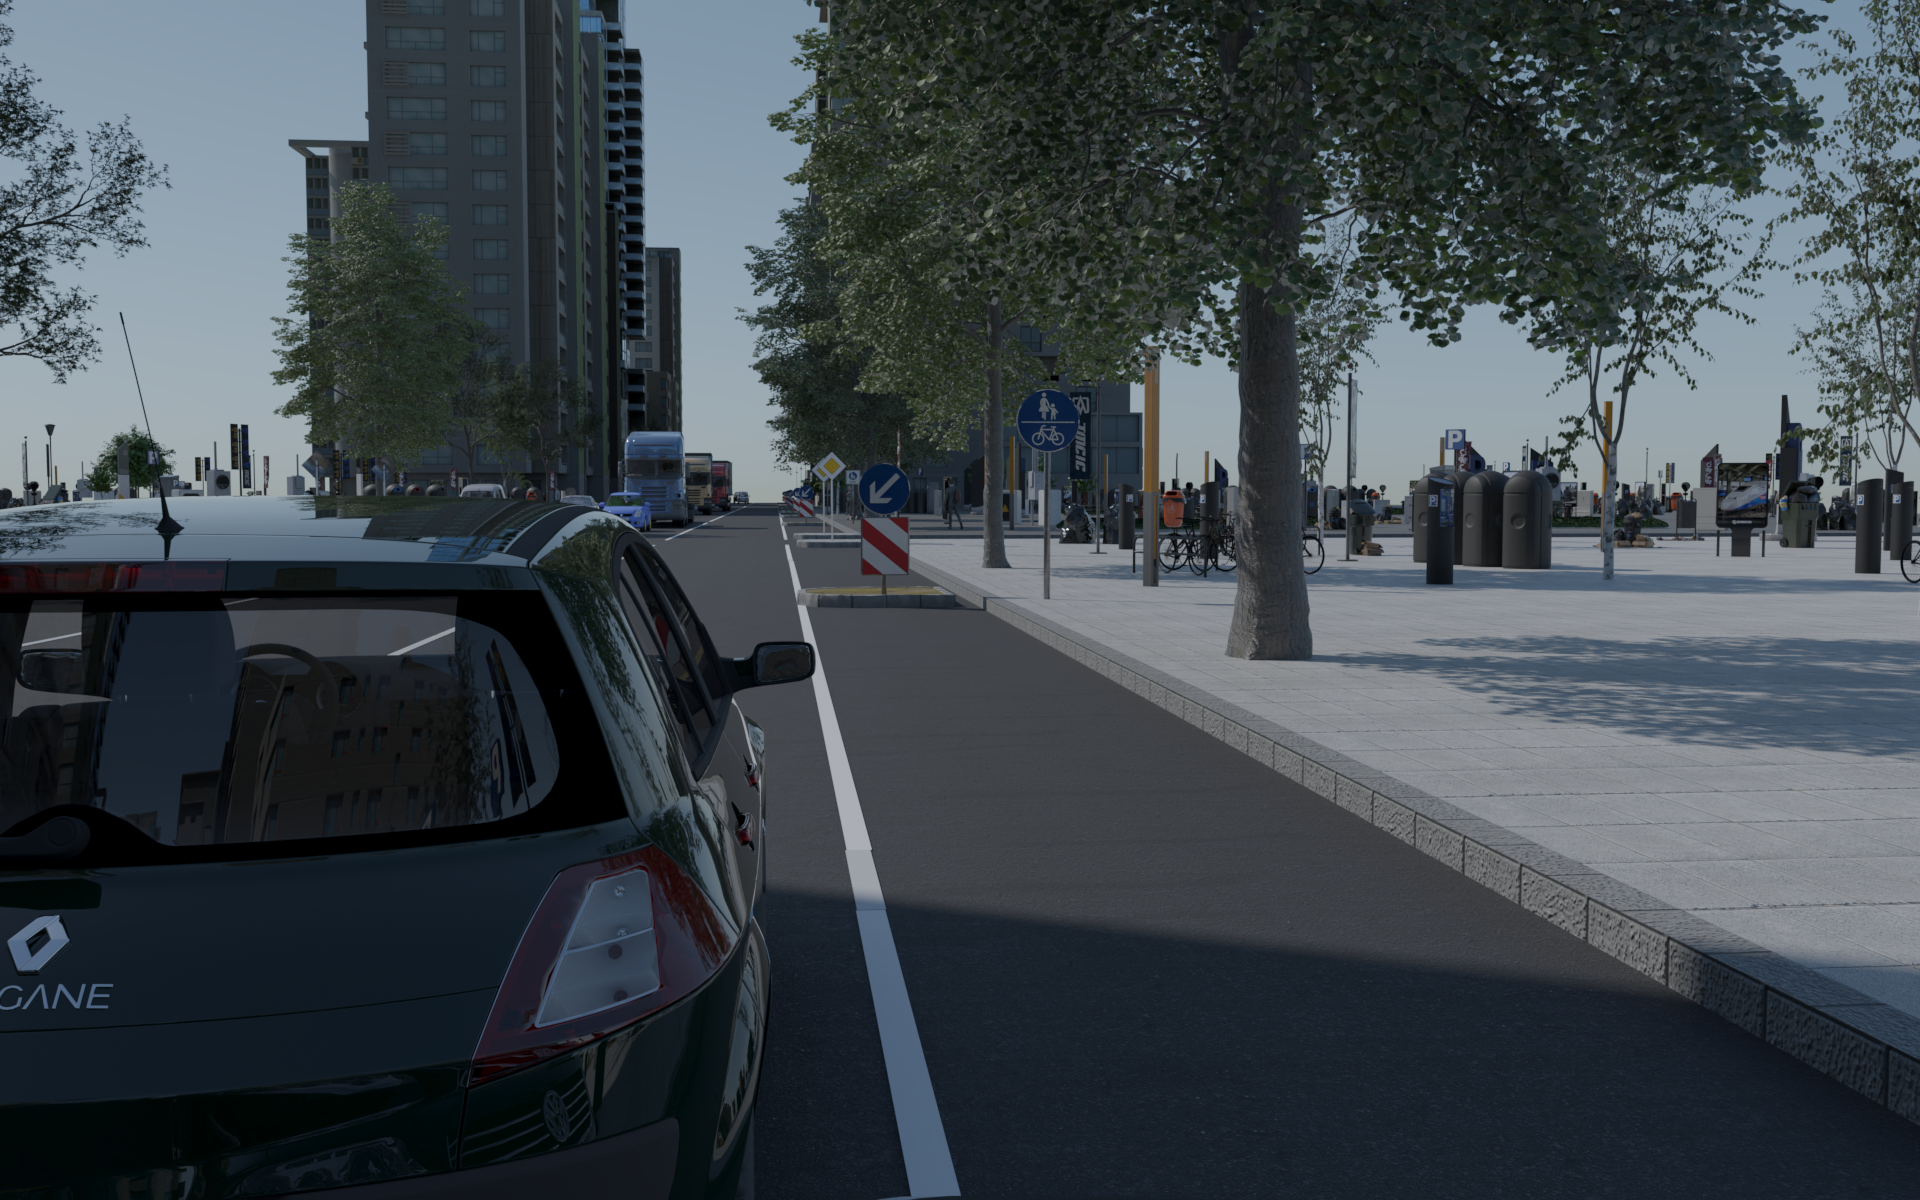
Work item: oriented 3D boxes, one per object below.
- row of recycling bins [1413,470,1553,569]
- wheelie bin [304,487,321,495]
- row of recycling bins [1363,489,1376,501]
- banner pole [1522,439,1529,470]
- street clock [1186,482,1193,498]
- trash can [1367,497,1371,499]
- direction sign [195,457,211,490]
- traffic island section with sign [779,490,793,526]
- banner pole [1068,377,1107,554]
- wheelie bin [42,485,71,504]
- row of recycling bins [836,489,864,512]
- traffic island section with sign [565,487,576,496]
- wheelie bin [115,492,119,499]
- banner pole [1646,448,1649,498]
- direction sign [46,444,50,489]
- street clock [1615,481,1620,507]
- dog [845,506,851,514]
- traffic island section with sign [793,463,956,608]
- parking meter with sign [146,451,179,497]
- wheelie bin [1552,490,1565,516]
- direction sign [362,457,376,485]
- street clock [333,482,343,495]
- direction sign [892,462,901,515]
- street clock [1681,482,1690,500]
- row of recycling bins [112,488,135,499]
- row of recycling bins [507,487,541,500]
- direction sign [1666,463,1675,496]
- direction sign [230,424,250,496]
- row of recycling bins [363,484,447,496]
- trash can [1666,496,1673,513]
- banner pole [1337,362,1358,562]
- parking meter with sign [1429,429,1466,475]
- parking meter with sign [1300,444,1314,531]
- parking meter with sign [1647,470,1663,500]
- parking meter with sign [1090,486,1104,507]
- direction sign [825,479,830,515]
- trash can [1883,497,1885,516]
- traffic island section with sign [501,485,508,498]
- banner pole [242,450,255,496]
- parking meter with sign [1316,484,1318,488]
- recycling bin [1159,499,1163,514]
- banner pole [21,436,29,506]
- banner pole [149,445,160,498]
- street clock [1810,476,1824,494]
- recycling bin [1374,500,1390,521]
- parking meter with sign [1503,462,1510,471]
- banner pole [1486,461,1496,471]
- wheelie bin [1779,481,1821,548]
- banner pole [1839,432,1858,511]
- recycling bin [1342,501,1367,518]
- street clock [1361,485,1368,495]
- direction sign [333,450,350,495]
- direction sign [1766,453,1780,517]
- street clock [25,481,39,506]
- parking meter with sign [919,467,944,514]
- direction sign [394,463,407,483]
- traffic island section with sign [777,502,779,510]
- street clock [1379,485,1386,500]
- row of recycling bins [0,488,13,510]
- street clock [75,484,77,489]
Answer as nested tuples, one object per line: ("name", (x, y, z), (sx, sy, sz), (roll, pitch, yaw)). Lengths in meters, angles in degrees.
("row of recycling bins", (9.321, -1.467, 31.102), (1.069, 1.692, 3.534), (-1, 4, -18))
("wheelie bin", (-30.008, -4.428, 80.308), (0.693, 1.594, 0.980), (0, 4, 6))
("row of recycling bins", (30.187, -7.654, 132.258), (3.534, 1.692, 1.069), (3, 5, 42))
("banner pole", (25.730, -5.435, 78.880), (0.401, 3.779, 0.863), (0, 4, -3))
("street clock", (13.667, -6.034, 103.226), (0.358, 2.002, 0.471), (-2, 4, -29))
("trash can", (24.210, -5.498, 101.550), (0.748, 1.137, 0.748), (0, 3, 0))
("direction sign", (-46.168, -6.952, 105.664), (0.876, 3.537, 0.379), (-1, 4, -11))
("traffic island section with sign", (-7.068, -4.260, 78.275), (1.989, 1.847, 2.006), (0, 4, -6))
("banner pole", (2.744, -2.885, 37.183), (0.863, 3.779, 0.401), (1, 4, 12))
("wheelie bin", (-30.569, -3.103, 58.637), (0.980, 1.594, 0.693), (2, 4, 28))
("row of recycling bins", (-7.264, -7.205, 124.906), (3.534, 1.692, 1.069), (-2, 4, -31))
("traffic island section with sign", (-23.289, -5.813, 103.668), (1.989, 1.847, 2.006), (0, 4, -6))
("wheelie bin", (-51.494, -6.030, 106.501), (0.980, 1.594, 0.693), (3, 5, 44))
("banner pole", (37.024, -6.322, 93.385), (0.401, 3.779, 0.863), (1, 4, 20))
("direction sign", (-41.262, -5.286, 78.420), (0.379, 3.537, 0.876), (-1, 4, -22))
("street clock", (35.483, -5.463, 93.882), (0.471, 2.002, 0.358), (-2, 4, -26))
("dog", (-7.398, -6.126, 114.547), (0.513, 0.831, 0.800), (2, 4, 26))
("traffic island section with sign", (-1.146, -0.864, 22.759), (1.989, 1.847, 2.006), (0, 4, -6))
("parking meter with sign", (-31.683, -4.472, 69.377), (1.738, 3.016, 0.543), (1, 4, 21))
("wheelie bin", (27.368, -4.391, 79.704), (0.693, 1.594, 0.980), (-2, 4, -35))
("direction sign", (-35.817, -6.920, 105.146), (0.876, 3.537, 0.379), (-1, 4, -12))
("street clock", (-36.170, -5.881, 100.730), (0.358, 2.002, 0.471), (3, 5, 42))
("direction sign", (-4.182, -7.650, 117.077), (0.876, 3.537, 0.379), (1, 4, 12))
("street clock", (43.519, -6.075, 103.900), (0.471, 2.002, 0.358), (0, 4, 4))
("row of recycling bins", (-54.119, -6.393, 111.637), (3.534, 1.692, 1.069), (3, 5, 40))
("row of recycling bins", (-26.984, -5.931, 104.088), (3.534, 1.692, 1.069), (-1, 4, -16))
("direction sign", (51.323, -8.148, 125.213), (0.379, 3.537, 0.876), (-1, 4, -19))
("direction sign", (-23.271, -3.916, 56.027), (0.379, 3.537, 0.876), (1, 4, 14))
("row of recycling bins", (-23.665, -4.082, 73.853), (3.534, 1.692, 1.069), (-3, 4, -38))
("trash can", (48.951, -6.605, 119.639), (0.748, 1.137, 0.748), (0, 3, 0))
("banner pole", (7.512, -2.642, 33.211), (0.401, 3.779, 0.863), (2, 4, 26))
("parking meter with sign", (12.765, -3.041, 45.973), (0.543, 3.016, 1.738), (3, 5, 41))
("parking meter with sign", (11.984, -3.960, 61.005), (0.543, 3.016, 1.738), (0, 4, -1))
("parking meter with sign", (50.731, -8.029, 127.533), (1.738, 3.016, 0.543), (3, 5, 45))
("parking meter with sign", (9.949, -8.032, 127.579), (1.738, 3.016, 0.543), (0, 4, 8))
("direction sign", (-8.123, -6.959, 105.773), (0.379, 3.537, 0.876), (-1, 4, -14))
("trash can", (43.678, -4.329, 82.424), (0.748, 1.137, 0.748), (0, 3, 0))
("traffic island section with sign", (-20.420, -4.174, 76.866), (1.989, 1.847, 2.006), (0, 4, -6))
("banner pole", (-40.088, -6.592, 97.801), (0.863, 3.779, 0.401), (-1, 4, -14))
("parking meter with sign", (26.827, -8.217, 130.605), (1.738, 3.016, 0.543), (-1, 4, -10))
("recycling bin", (10.845, -5.041, 94.972), (0.722, 1.027, 0.722), (0, 4, 3))
("banner pole", (-40.349, -5.184, 74.782), (0.401, 3.779, 0.863), (-3, 5, -43))
("banner pole", (-39.777, -5.837, 85.454), (0.863, 3.779, 0.401), (1, 4, 14))
("street clock", (34.696, -4.012, 70.167), (0.471, 2.002, 0.358), (-1, 4, -11))
("recycling bin", (19.245, -4.066, 79.038), (0.722, 1.027, 0.722), (1, 4, 13))
("parking meter with sign", (30.768, -6.063, 95.395), (1.738, 3.016, 0.543), (-1, 4, -19))
("banner pole", (40.276, -8.638, 131.248), (0.863, 3.779, 0.401), (2, 4, 28))
("wheelie bin", (20.045, -2.041, 41.274), (0.980, 1.594, 0.693), (-1, 4, -18))
("banner pole", (33.493, -4.598, 65.195), (0.401, 3.779, 0.863), (-3, 4, -36))
("recycling bin", (15.239, -3.325, 66.915), (0.722, 1.027, 0.722), (-3, 4, -36))
("street clock", (31.580, -7.991, 135.227), (0.471, 2.002, 0.358), (-2, 4, -29))
("direction sign", (-31.740, -5.928, 88.912), (0.876, 3.537, 0.379), (0, 4, 7))
("direction sign", (45.030, -6.355, 95.893), (0.876, 3.537, 0.379), (0, 4, 8))
("street clock", (-51.883, -5.657, 97.068), (0.358, 2.002, 0.471), (3, 4, 38))
("parking meter with sign", (-1.747, -7.077, 111.965), (1.738, 3.016, 0.543), (-1, 4, -19))
("direction sign", (-40.412, -8.146, 125.189), (0.876, 3.537, 0.379), (-1, 4, -21))
("traffic island section with sign", (-9.928, -5.899, 105.079), (1.989, 1.847, 2.006), (0, 4, -6))
("street clock", (32.526, -7.872, 133.284), (0.471, 2.002, 0.358), (-1, 4, -11))
("row of recycling bins", (-63.352, -6.436, 112.339), (1.069, 1.692, 3.534), (3, 5, 39))
("street clock", (-55.900, -6.451, 110.045), (0.471, 2.002, 0.358), (1, 4, 10))
